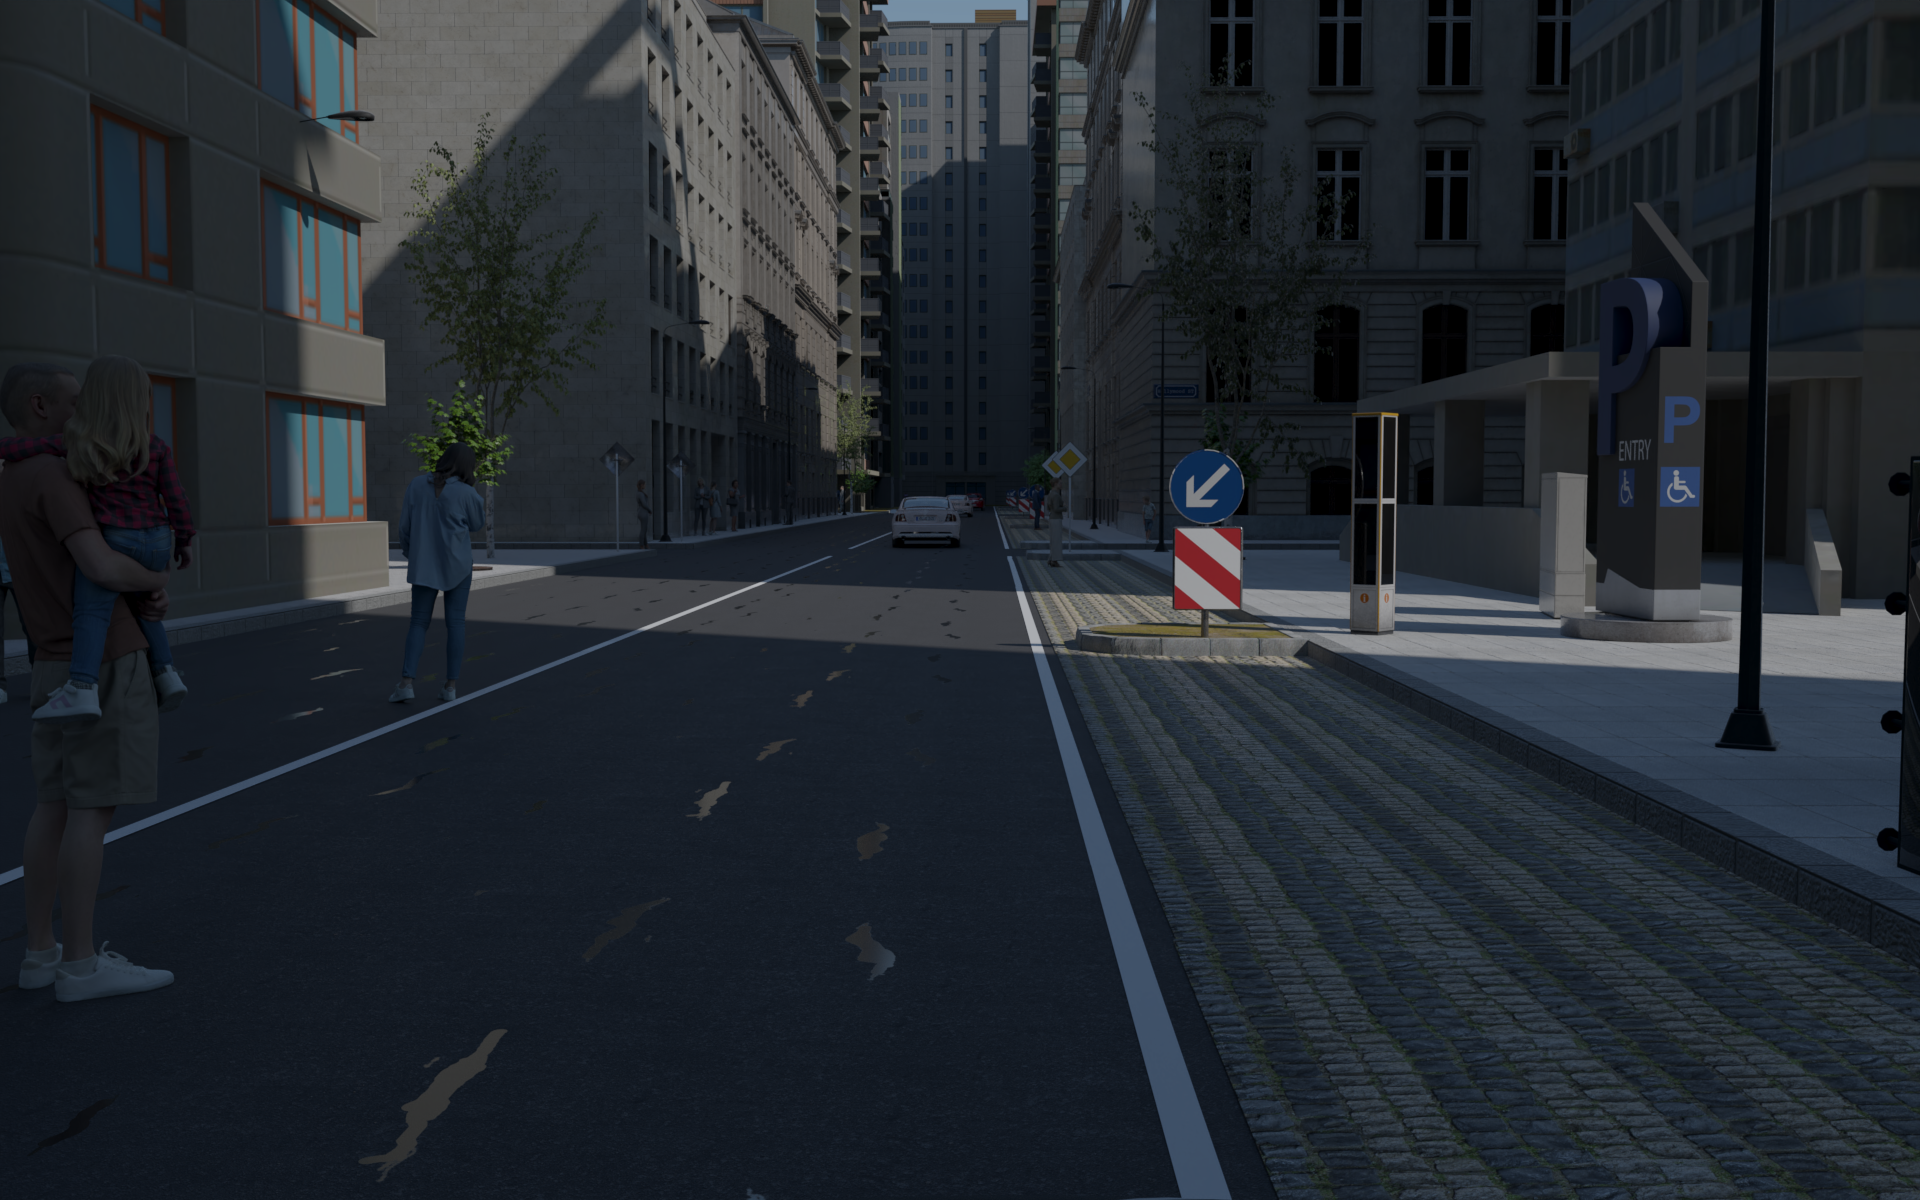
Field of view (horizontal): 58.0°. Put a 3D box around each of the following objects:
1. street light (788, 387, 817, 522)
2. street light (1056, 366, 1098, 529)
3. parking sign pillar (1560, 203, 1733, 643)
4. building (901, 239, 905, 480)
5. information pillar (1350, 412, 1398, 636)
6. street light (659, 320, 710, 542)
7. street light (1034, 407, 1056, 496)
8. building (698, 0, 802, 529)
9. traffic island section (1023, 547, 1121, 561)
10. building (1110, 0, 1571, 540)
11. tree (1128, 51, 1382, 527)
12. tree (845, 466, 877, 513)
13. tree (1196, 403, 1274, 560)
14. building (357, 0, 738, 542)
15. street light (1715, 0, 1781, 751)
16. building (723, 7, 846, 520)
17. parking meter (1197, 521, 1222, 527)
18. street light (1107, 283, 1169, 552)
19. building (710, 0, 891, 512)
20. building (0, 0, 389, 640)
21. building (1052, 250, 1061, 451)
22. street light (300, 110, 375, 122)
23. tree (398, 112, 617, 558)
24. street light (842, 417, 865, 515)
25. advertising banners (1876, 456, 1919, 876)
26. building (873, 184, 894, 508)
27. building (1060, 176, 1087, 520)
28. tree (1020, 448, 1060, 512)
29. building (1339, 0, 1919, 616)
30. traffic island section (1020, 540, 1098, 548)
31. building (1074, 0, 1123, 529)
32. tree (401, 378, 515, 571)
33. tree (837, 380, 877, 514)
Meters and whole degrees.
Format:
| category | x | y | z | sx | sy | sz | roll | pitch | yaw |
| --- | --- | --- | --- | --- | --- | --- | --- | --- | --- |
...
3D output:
| category | x | y | z | sx | sy | sz | roll | pitch | yaw |
| --- | --- | --- | --- | --- | --- | --- | --- | --- | --- |
| street light | -6.888 | -6.288 | 75.352 | 1.470 | 5.913 | 1.316 | 0 | 4 | 1 |
| street light | 4.355 | -5.534 | 63.028 | 1.470 | 5.913 | 1.316 | 0 | 4 | 1 |
| parking sign pillar | 6.169 | -1.652 | 15.479 | 1.447 | 3.967 | 1.447 | 0 | 4 | -1 |
| building | -13.166 | -25.637 | 190.872 | 14.107 | 30.474 | 14.160 | 0 | 4 | 1 |
| information pillar | 3.778 | -0.693 | 15.822 | 0.304 | 2.012 | 0.304 | 3 | 5 | 42 |
| street light | -7.370 | -4.514 | 46.352 | 1.470 | 5.913 | 1.316 | 0 | 4 | 1 |
| street light | 4.811 | -7.319 | 92.204 | 1.470 | 5.913 | 1.316 | 0 | 4 | 1 |
| building | -12.423 | -13.631 | 72.025 | 9.793 | 20.994 | 18.267 | 0 | 4 | 1 |
| traffic island section | 2.477 | -0.988 | 38.434 | 2.009 | 0.180 | 2.903 | 0 | 4 | 1 |
| building | 22.275 | -14.265 | 52.311 | 34.723 | 24.649 | 14.460 | 0 | 4 | 1 |
| tree | 4.654 | -4.824 | 29.243 | 4.360 | 8.622 | 3.978 | 0 | 3 | 0 |
| tree | -6.869 | -7.739 | 121.126 | 1.663 | 3.219 | 1.824 | 0 | 3 | 0 |
| tree | 5.007 | -2.392 | 33.712 | 1.663 | 3.219 | 1.824 | 0 | 3 | 0 |
| building | -13.413 | -12.198 | 54.190 | 10.420 | 20.320 | 16.860 | 0 | 4 | 1 |
| street light | 3.468 | -2.208 | 8.647 | 1.470 | 5.913 | 1.316 | 0 | 4 | 1 |
| building | -13.334 | -18.118 | 93.496 | 12.463 | 27.353 | 25.104 | 0 | 4 | 1 |
| parking meter | 3.802 | -1.101 | 26.420 | 0.372 | 1.533 | 0.369 | 0 | 3 | 0 |
| street light | 3.930 | -4.021 | 38.282 | 1.470 | 5.913 | 1.316 | 0 | 4 | 1 |
| building | -16.962 | -29.422 | 135.668 | 22.147 | 44.769 | 28.867 | 0 | 4 | 1 |
| building | -22.018 | -10.045 | 9.269 | 27.650 | 21.520 | 28.899 | 0 | 4 | 1 |
| building | 11.546 | -15.125 | 111.921 | 10.561 | 19.102 | 19.286 | 0 | 4 | 1 |
| street light | -7.780 | -2.972 | 21.127 | 1.470 | 5.913 | 1.316 | 0 | 4 | 1 |
| tree | -9.218 | -5.149 | 34.552 | 4.737 | 8.622 | 4.395 | 0 | 3 | 0 |
| street light | -6.414 | -8.045 | 104.074 | 1.470 | 5.913 | 1.316 | 0 | 4 | 1 |
| advertising banners | 3.263 | -0.534 | 4.916 | 0.090 | 3.025 | 2.074 | 0 | 4 | -1 |
| building | -13.435 | -23.596 | 157.494 | 14.160 | 30.474 | 14.107 | 0 | 4 | 1 |
| building | 10.960 | -14.618 | 93.764 | 10.420 | 20.320 | 16.860 | 0 | 4 | 1 |
| tree | 6.003 | -8.602 | 124.354 | 4.285 | 4.588 | 4.351 | 0 | 3 | 0 |
| building | 23.343 | -20.384 | 25.167 | 32.217 | 40.220 | 23.993 | 0 | 4 | 1 |
| traffic island section | 2.616 | -1.476 | 46.418 | 2.009 | 0.180 | 2.903 | 0 | 4 | 1 |
| building | 11.564 | -16.825 | 72.351 | 12.463 | 27.353 | 25.104 | 0 | 4 | 1 |
| tree | -8.266 | -2.109 | 29.078 | 1.663 | 3.219 | 1.824 | 0 | 3 | 0 |
| tree | -7.122 | -9.827 | 111.038 | 4.737 | 8.622 | 4.395 | 0 | 3 | 0 |
